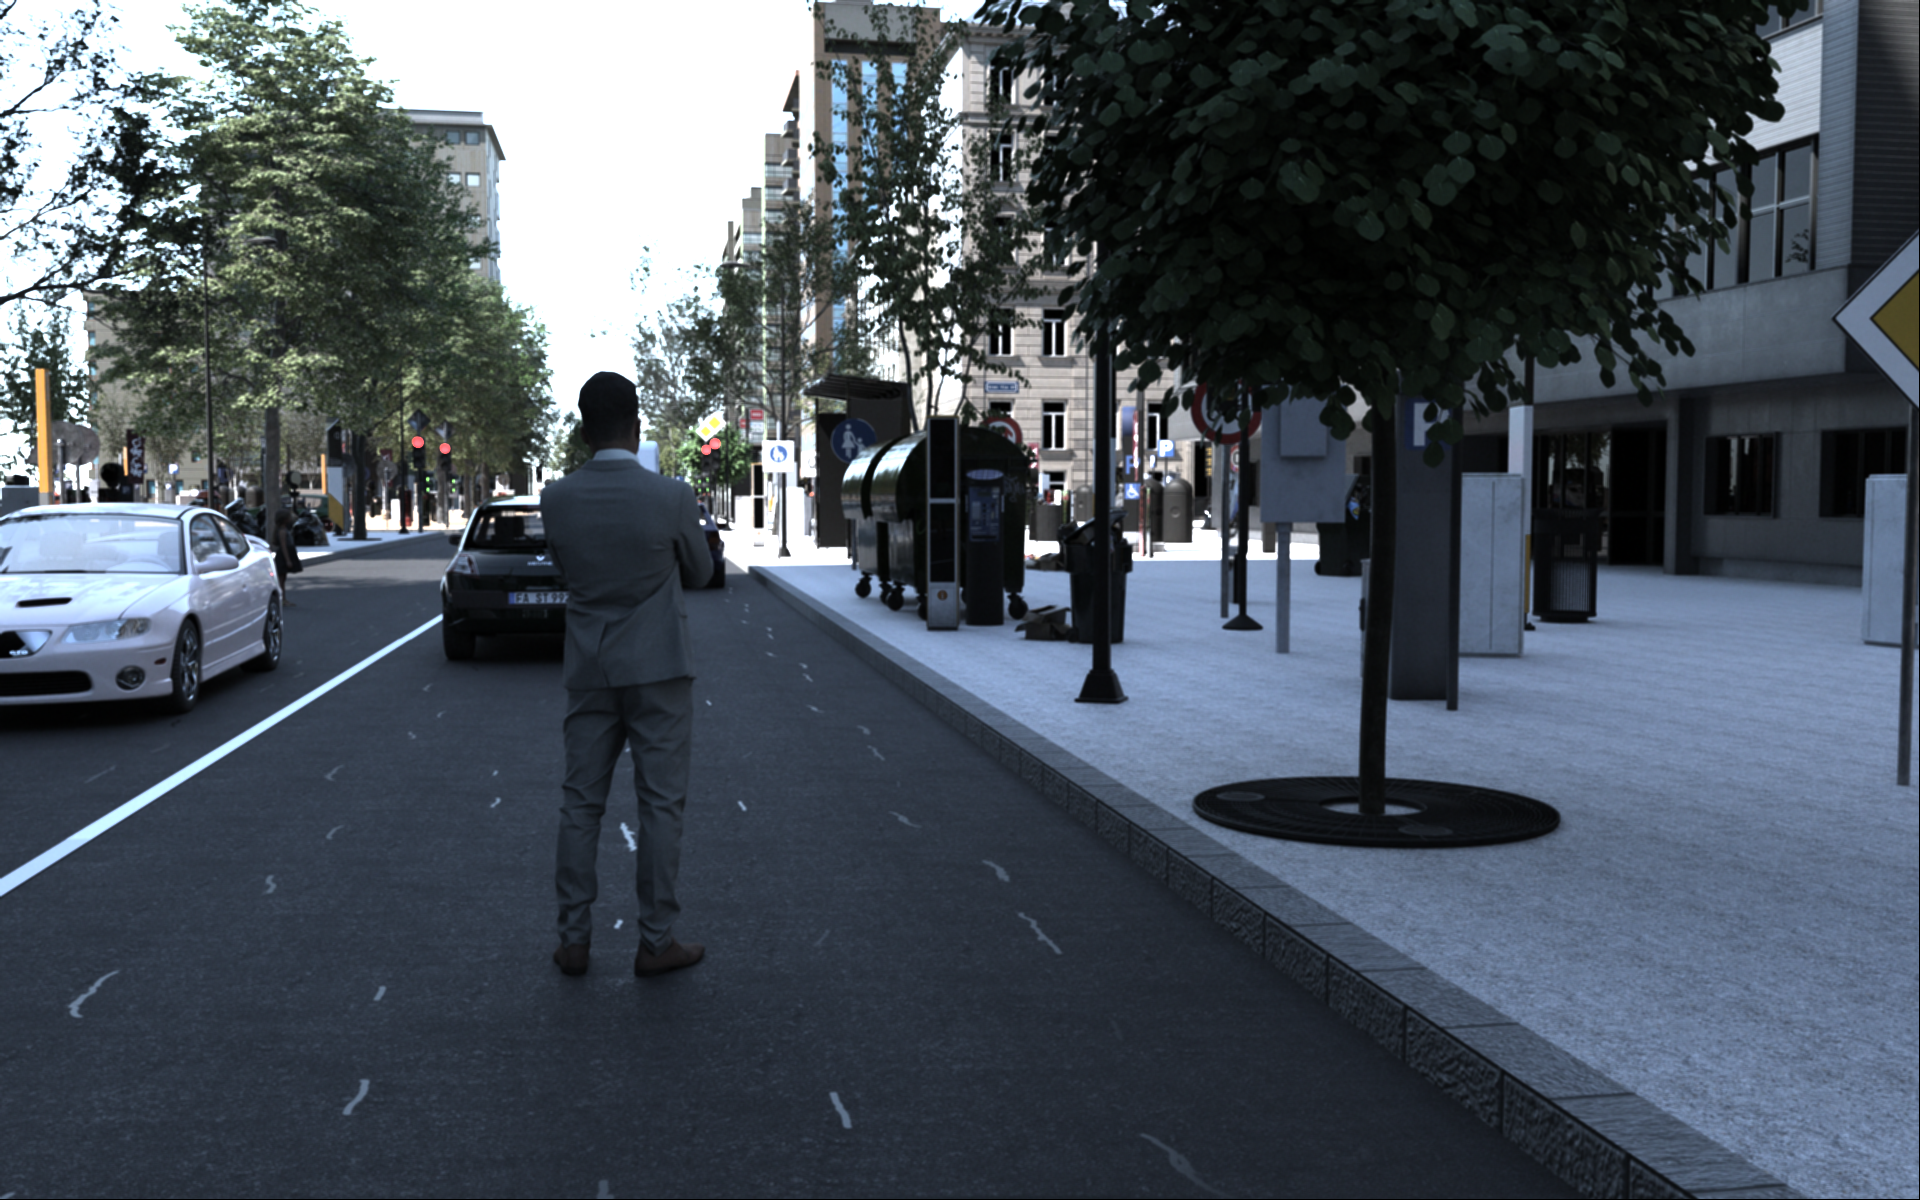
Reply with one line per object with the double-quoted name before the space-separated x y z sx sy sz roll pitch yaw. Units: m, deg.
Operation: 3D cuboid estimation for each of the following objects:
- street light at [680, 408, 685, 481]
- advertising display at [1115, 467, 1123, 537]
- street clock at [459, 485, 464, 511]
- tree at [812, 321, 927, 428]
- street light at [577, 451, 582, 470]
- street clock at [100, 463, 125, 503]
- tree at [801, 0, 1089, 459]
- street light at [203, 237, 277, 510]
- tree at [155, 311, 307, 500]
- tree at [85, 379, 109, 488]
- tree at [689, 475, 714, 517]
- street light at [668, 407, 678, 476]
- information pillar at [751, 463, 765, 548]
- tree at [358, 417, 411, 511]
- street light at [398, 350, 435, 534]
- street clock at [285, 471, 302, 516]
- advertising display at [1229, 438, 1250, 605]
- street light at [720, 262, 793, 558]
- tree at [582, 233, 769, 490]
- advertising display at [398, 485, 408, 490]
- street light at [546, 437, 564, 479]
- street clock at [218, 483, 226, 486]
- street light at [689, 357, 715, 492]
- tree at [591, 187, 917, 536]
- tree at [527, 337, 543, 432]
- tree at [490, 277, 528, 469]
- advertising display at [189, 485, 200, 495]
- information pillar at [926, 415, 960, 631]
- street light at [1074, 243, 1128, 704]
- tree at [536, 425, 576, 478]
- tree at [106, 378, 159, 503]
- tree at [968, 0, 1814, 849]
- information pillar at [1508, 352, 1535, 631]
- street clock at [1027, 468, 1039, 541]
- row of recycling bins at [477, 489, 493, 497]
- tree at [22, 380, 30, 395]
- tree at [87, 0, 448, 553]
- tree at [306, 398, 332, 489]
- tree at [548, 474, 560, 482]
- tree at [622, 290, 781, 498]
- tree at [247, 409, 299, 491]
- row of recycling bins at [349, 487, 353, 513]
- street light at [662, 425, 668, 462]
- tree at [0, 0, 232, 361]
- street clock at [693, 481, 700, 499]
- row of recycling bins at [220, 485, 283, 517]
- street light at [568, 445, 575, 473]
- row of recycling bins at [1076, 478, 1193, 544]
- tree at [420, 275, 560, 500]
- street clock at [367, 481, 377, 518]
"street light" -10.151 -5.827 67.813 1.470 5.913 1.316 -1 4 -10
"advertising display" 3.935 -2.214 41.410 0.974 1.923 0.123 -2 4 -35
"street clock" -38.180 -7.840 132.754 0.358 2.002 0.471 2 4 28
"tree" -3.632 -7.485 72.748 4.360 8.622 3.978 0 3 0
"street light" -41.895 -13.225 188.772 1.470 5.913 1.316 -1 4 -10
"street clock" -19.674 -2.183 40.255 0.471 2.002 0.358 0 4 2
"tree" -0.395 -4.520 24.268 4.737 8.622 4.395 0 3 0
"street light" -13.042 -3.599 31.389 1.470 5.913 1.316 -1 4 -10
"tree" -29.157 -7.285 69.473 4.360 8.622 3.978 0 3 0
"tree" -51.644 -9.535 106.263 4.360 8.622 3.978 0 3 0
"tree" -14.212 -6.149 95.140 1.663 3.219 1.824 0 3 0
"street light" -14.730 -7.349 92.695 1.470 5.913 1.316 -1 4 -10
"information pillar" -4.858 -2.273 41.658 0.304 2.012 0.304 -1 4 -14
"tree" -43.927 -11.149 132.644 4.360 8.622 3.978 0 3 0
"street light" -17.427 -5.096 55.856 1.470 5.913 1.316 -1 4 -10
"street clock" -20.733 -3.021 53.958 0.358 2.002 0.471 2 4 28
"advertising display" 3.245 -0.927 20.374 0.123 1.923 0.974 0 4 -2
"street light" -4.099 -3.811 34.855 1.470 5.913 1.316 -1 4 -10
"tree" -20.669 -16.577 126.928 12.611 20.169 13.585 0 3 0
"advertising display" -40.759 -7.436 126.789 0.974 1.923 0.123 2 4 31
"street light" -32.897 -10.251 140.152 1.470 5.913 1.316 -1 4 -10
"street clock" -47.979 -6.612 112.672 0.471 2.002 0.358 1 4 8
"street light" -8.462 -5.275 58.790 1.470 5.913 1.316 -1 4 -10
"tree" -5.363 -7.233 52.674 7.601 10.594 8.767 2 4 27
"tree" -24.962 -10.448 88.954 7.486 12.596 7.792 0 3 0
"tree" -22.212 -9.436 72.413 7.486 12.596 7.792 0 3 0
"advertising display" -53.778 -7.126 121.722 0.974 1.923 0.123 2 4 29
"information pillar" -0.157 -0.723 16.311 0.304 2.012 0.304 0 4 3
"street light" 0.345 -2.321 10.483 1.470 5.913 1.316 -1 4 -10
"tree" -41.624 -13.925 178.032 4.737 8.622 4.395 0 3 0
"tree" -44.507 -8.930 96.376 4.360 8.622 3.978 0 3 0
"tree" 1.598 -1.410 6.775 4.285 4.588 4.351 0 3 0
"information pillar" 5.315 -1.532 16.408 0.183 3.616 0.504 0 4 1
"street clock" 1.983 -2.618 47.372 0.358 2.002 0.471 -1 4 -12
"row of recycling bins" -35.963 -7.753 133.867 3.534 1.692 1.069 -1 4 -9
"tree" -40.776 -7.381 71.040 4.360 8.622 3.978 0 3 0
"tree" -14.722 -7.329 37.962 7.486 12.596 7.792 0 3 0
"tree" -40.008 -9.561 106.688 4.360 8.622 3.978 0 3 0
"tree" -36.219 -9.761 154.197 1.663 3.219 1.824 0 3 0
"tree" -15.783 -11.863 104.330 12.009 13.543 11.850 0 3 0
"tree" -51.431 -11.025 130.623 4.737 8.622 4.395 0 3 0
"row of recycling bins" -36.606 -5.879 103.230 1.069 1.692 3.534 -1 4 -16
"street light" -19.122 -8.813 116.625 1.470 5.913 1.316 -1 4 -10
"tree" -13.579 -5.427 23.151 7.601 10.594 8.767 -1 4 -23
"street clock" -12.409 -4.707 81.522 0.358 2.002 0.471 1 4 8
"row of recycling bins" -33.902 -4.610 82.487 3.534 1.692 1.069 1 4 11
"street light" -37.410 -11.738 164.461 1.470 5.913 1.316 -1 4 -10
"row of recycling bins" 4.761 -2.386 46.121 1.069 1.692 3.534 -3 5 -41
"tree" -27.350 -11.813 99.798 9.857 13.997 8.962 0 3 0
"street clock" -31.512 -5.398 92.832 0.471 2.002 0.358 -3 5 -44
